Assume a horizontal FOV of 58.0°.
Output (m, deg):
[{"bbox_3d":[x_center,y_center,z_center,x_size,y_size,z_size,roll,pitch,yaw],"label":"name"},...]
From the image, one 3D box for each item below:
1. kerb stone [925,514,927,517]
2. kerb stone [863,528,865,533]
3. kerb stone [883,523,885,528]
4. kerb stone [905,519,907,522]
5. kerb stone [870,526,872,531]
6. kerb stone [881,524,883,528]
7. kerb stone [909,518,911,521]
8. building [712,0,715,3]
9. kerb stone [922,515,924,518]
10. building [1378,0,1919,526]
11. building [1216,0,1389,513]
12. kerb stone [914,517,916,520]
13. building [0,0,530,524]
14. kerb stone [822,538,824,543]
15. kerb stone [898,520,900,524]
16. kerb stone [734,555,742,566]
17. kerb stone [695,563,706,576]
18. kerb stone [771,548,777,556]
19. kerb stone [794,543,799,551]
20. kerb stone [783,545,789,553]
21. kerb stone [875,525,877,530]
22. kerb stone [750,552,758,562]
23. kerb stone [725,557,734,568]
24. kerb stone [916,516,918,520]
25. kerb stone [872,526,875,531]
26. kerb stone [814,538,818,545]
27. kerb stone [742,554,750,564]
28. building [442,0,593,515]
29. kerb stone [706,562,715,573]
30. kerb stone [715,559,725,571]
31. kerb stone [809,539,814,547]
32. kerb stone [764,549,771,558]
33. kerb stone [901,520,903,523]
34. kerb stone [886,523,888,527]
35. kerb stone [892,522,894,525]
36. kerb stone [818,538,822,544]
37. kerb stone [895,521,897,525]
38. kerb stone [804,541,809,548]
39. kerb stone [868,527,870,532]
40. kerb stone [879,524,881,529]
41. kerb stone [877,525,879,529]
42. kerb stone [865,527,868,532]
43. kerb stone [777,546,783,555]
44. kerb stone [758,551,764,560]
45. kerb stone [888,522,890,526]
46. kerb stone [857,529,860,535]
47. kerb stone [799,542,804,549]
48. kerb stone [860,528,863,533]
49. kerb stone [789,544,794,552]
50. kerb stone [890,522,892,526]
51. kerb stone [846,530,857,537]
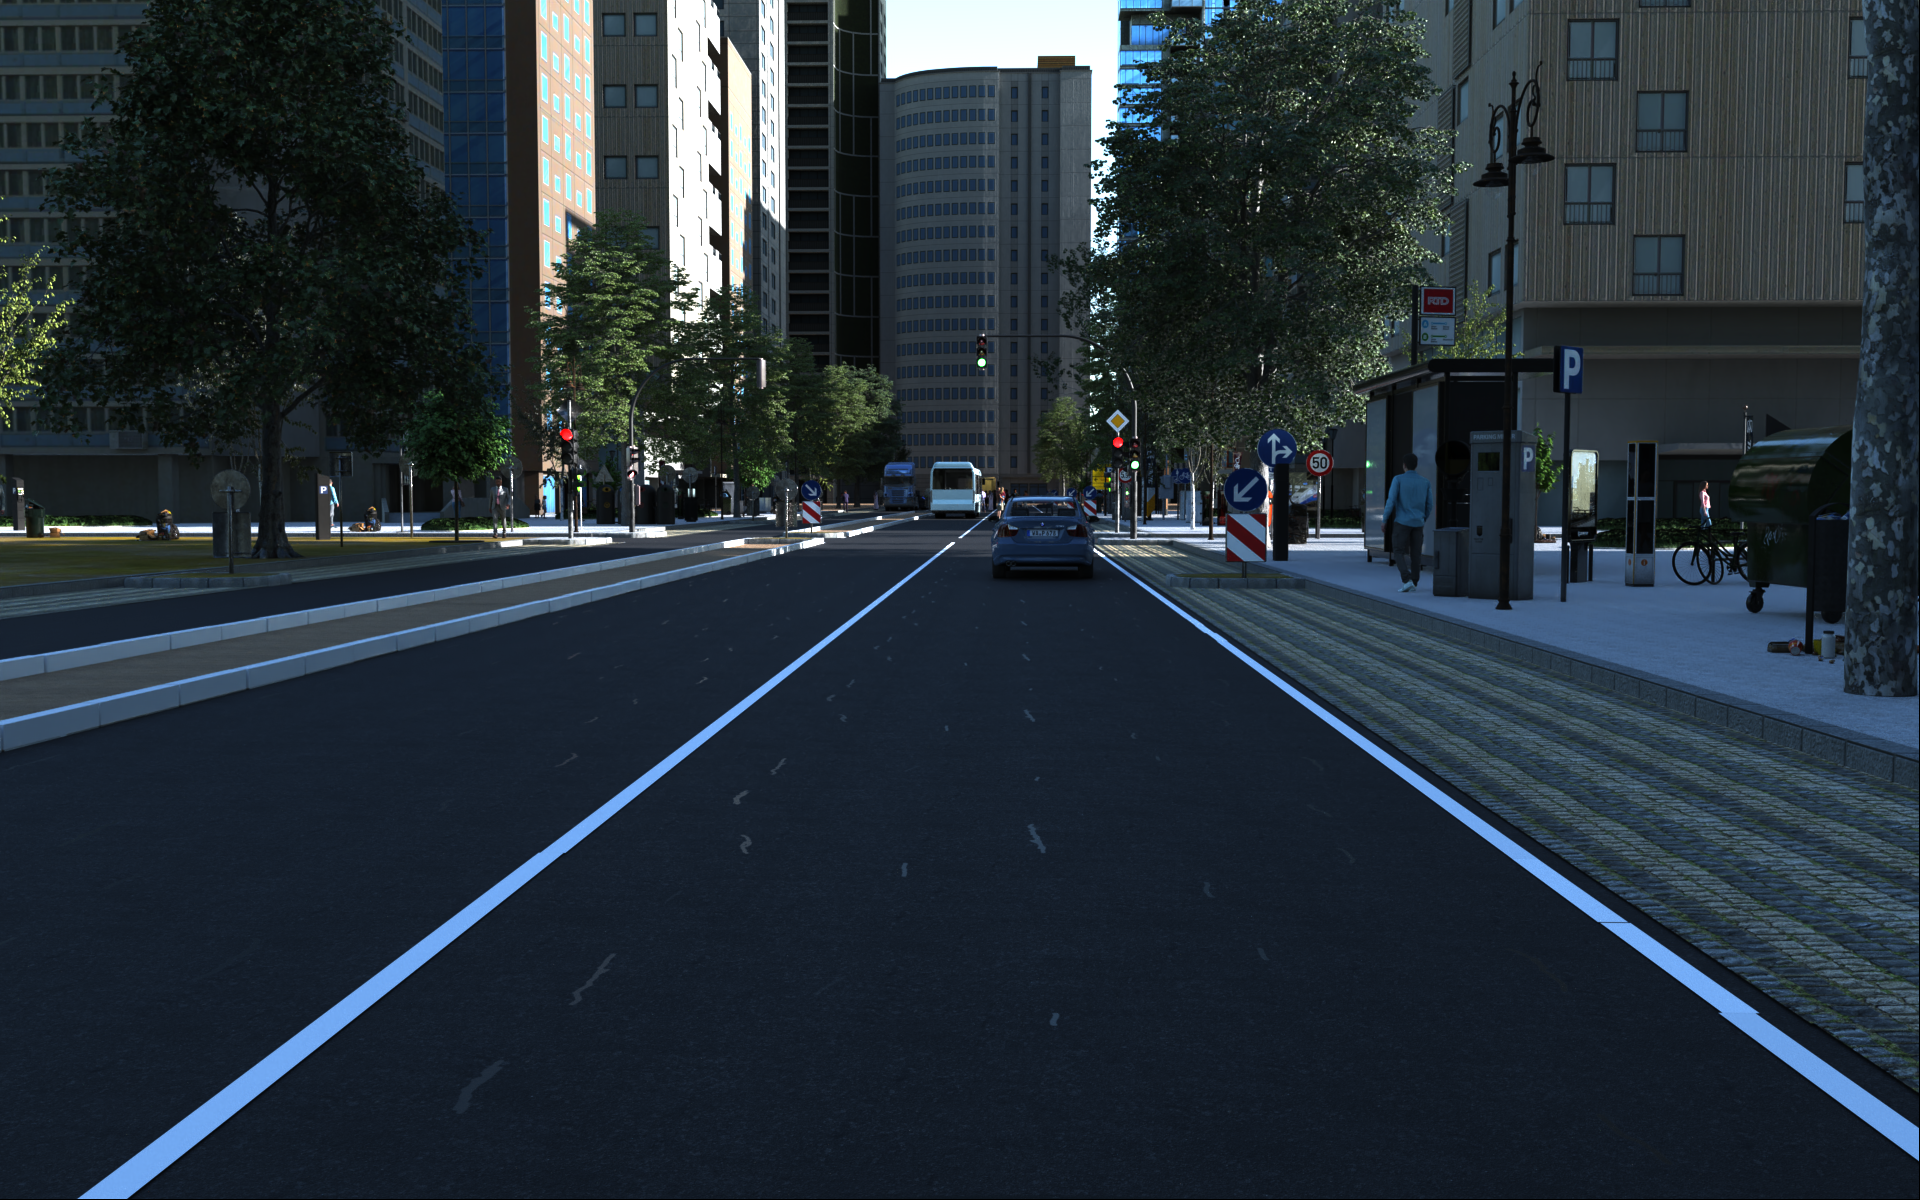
[{"bbox_3d":[-2.238,-5.116,105.934,0.120,0.150,1.000,0,4,2],"label":"kerb stone"},{"bbox_3d":[-3.643,-2.491,62.924,0.120,0.150,1.000,0,4,2],"label":"kerb stone"},{"bbox_3d":[-3.331,-3.052,72.146,0.120,0.150,1.000,0,4,2],"label":"kerb stone"},{"bbox_3d":[-2.868,-3.930,86.471,0.120,0.150,1.000,0,4,2],"label":"kerb stone"},{"bbox_3d":[-3.541,-2.677,65.993,0.120,0.150,1.000,0,4,2],"label":"kerb stone"},{"bbox_3d":[-3.374,-2.992,71.117,0.120,0.150,1.000,0,4,2],"label":"kerb stone"},{"bbox_3d":[-2.770,-4.117,89.544,0.120,0.150,1.000,0,4,2],"label":"kerb stone"},{"bbox_3d":[-30.212,-45.802,187.122,20.611,71.187,20.563,0,4,2],"label":"building"},{"bbox_3d":[-2.373,-4.869,101.833,0.120,0.150,1.000,0,4,2],"label":"kerb stone"},{"bbox_3d":[34.923,-29.901,78.118,27.495,52.752,28.713,0,4,2],"label":"building"},{"bbox_3d":[34.755,-26.137,119.217,32.217,40.220,23.993,0,4,2],"label":"building"},{"bbox_3d":[-2.631,-4.365,93.643,0.120,0.150,1.000,0,4,2],"label":"kerb stone"},{"bbox_3d":[-39.249,-24.024,84.677,32.217,40.220,23.993,0,4,2],"label":"building"},{"bbox_3d":[-4.056,-1.703,50.046,0.120,0.150,1.000,0,4,2],"label":"kerb stone"},{"bbox_3d":[-3.036,-3.616,81.345,0.120,0.150,1.000,0,4,2],"label":"kerb stone"},{"bbox_3d":[-4.558,-0.764,34.699,0.120,0.150,1.000,0,4,2],"label":"kerb stone"},{"bbox_3d":[-4.692,-0.514,30.603,0.120,0.150,1.000,0,4,2],"label":"kerb stone"},{"bbox_3d":[-4.390,-1.078,39.816,0.120,0.150,1.000,0,4,2],"label":"kerb stone"},{"bbox_3d":[-4.263,-1.328,43.909,0.120,0.150,1.000,0,4,2],"label":"kerb stone"},{"bbox_3d":[-4.326,-1.202,41.862,0.120,0.150,1.000,0,4,2],"label":"kerb stone"},{"bbox_3d":[-3.473,-2.804,68.044,0.120,0.150,1.000,0,4,2],"label":"kerb stone"},{"bbox_3d":[-4.485,-0.890,36.746,0.120,0.150,1.000,0,4,2],"label":"kerb stone"},{"bbox_3d":[-4.593,-0.702,33.676,0.120,0.150,1.000,0,4,2],"label":"kerb stone"},{"bbox_3d":[-2.572,-4.495,95.686,0.120,0.150,1.000,0,4,2],"label":"kerb stone"},{"bbox_3d":[-3.506,-2.742,67.022,0.120,0.150,1.000,0,4,2],"label":"kerb stone"},{"bbox_3d":[-4.126,-1.573,48.000,0.120,0.150,1.000,0,4,2],"label":"kerb stone"},{"bbox_3d":[-4.529,-0.827,35.723,0.120,0.150,1.000,0,4,2],"label":"kerb stone"},{"bbox_3d":[-32.032,-28.210,111.347,14.600,45.320,14.200,0,4,2],"label":"building"},{"bbox_3d":[-4.667,-0.577,31.634,0.120,0.150,1.000,0,4,2],"label":"kerb stone"},{"bbox_3d":[-4.627,-0.636,32.655,0.120,0.150,1.000,0,4,2],"label":"kerb stone"},{"bbox_3d":[-4.161,-1.516,46.979,0.120,0.150,1.000,0,4,2],"label":"kerb stone"},{"bbox_3d":[-4.425,-1.015,38.792,0.120,0.150,1.000,0,4,2],"label":"kerb stone"},{"bbox_3d":[-2.978,-3.743,83.399,0.120,0.150,1.000,0,4,2],"label":"kerb stone"},{"bbox_3d":[-3.271,-3.175,74.190,0.120,0.150,1.000,0,4,2],"label":"kerb stone"},{"bbox_3d":[-3.168,-3.366,77.255,0.120,0.150,1.000,0,4,2],"label":"kerb stone"},{"bbox_3d":[-4.100,-1.640,49.025,0.120,0.150,1.000,0,4,2],"label":"kerb stone"},{"bbox_3d":[-3.103,-3.491,79.301,0.120,0.150,1.000,0,4,2],"label":"kerb stone"},{"bbox_3d":[-4.187,-1.450,45.955,0.120,0.150,1.000,0,4,2],"label":"kerb stone"},{"bbox_3d":[-3.576,-2.615,64.967,0.120,0.150,1.000,0,4,2],"label":"kerb stone"},{"bbox_3d":[-3.413,-2.929,70.091,0.120,0.150,1.000,0,4,2],"label":"kerb stone"},{"bbox_3d":[-3.443,-2.867,69.069,0.120,0.150,1.000,0,4,2],"label":"kerb stone"},{"bbox_3d":[-3.606,-2.553,63.945,0.120,0.150,1.000,0,4,2],"label":"kerb stone"},{"bbox_3d":[-4.361,-1.137,40.837,0.120,0.150,1.000,0,4,2],"label":"kerb stone"},{"bbox_3d":[-4.461,-0.952,37.768,0.120,0.150,1.000,0,4,2],"label":"kerb stone"},{"bbox_3d":[-3.242,-3.243,75.212,0.120,0.150,1.000,0,4,2],"label":"kerb stone"},{"bbox_3d":[-3.697,-2.366,60.872,0.120,0.150,1.000,0,4,2],"label":"kerb stone"},{"bbox_3d":[-4.229,-1.391,44.933,0.120,0.150,1.000,0,4,2],"label":"kerb stone"},{"bbox_3d":[-3.672,-2.423,61.902,0.120,0.150,1.000,0,4,2],"label":"kerb stone"},{"bbox_3d":[-4.298,-1.265,42.883,0.120,0.150,1.000,0,4,2],"label":"kerb stone"},{"bbox_3d":[-3.213,-3.305,76.234,0.120,0.150,1.000,0,4,2],"label":"kerb stone"},{"bbox_3d":[-3.738,-2.303,59.849,0.120,0.150,1.000,0,4,2],"label":"kerb stone"}]
